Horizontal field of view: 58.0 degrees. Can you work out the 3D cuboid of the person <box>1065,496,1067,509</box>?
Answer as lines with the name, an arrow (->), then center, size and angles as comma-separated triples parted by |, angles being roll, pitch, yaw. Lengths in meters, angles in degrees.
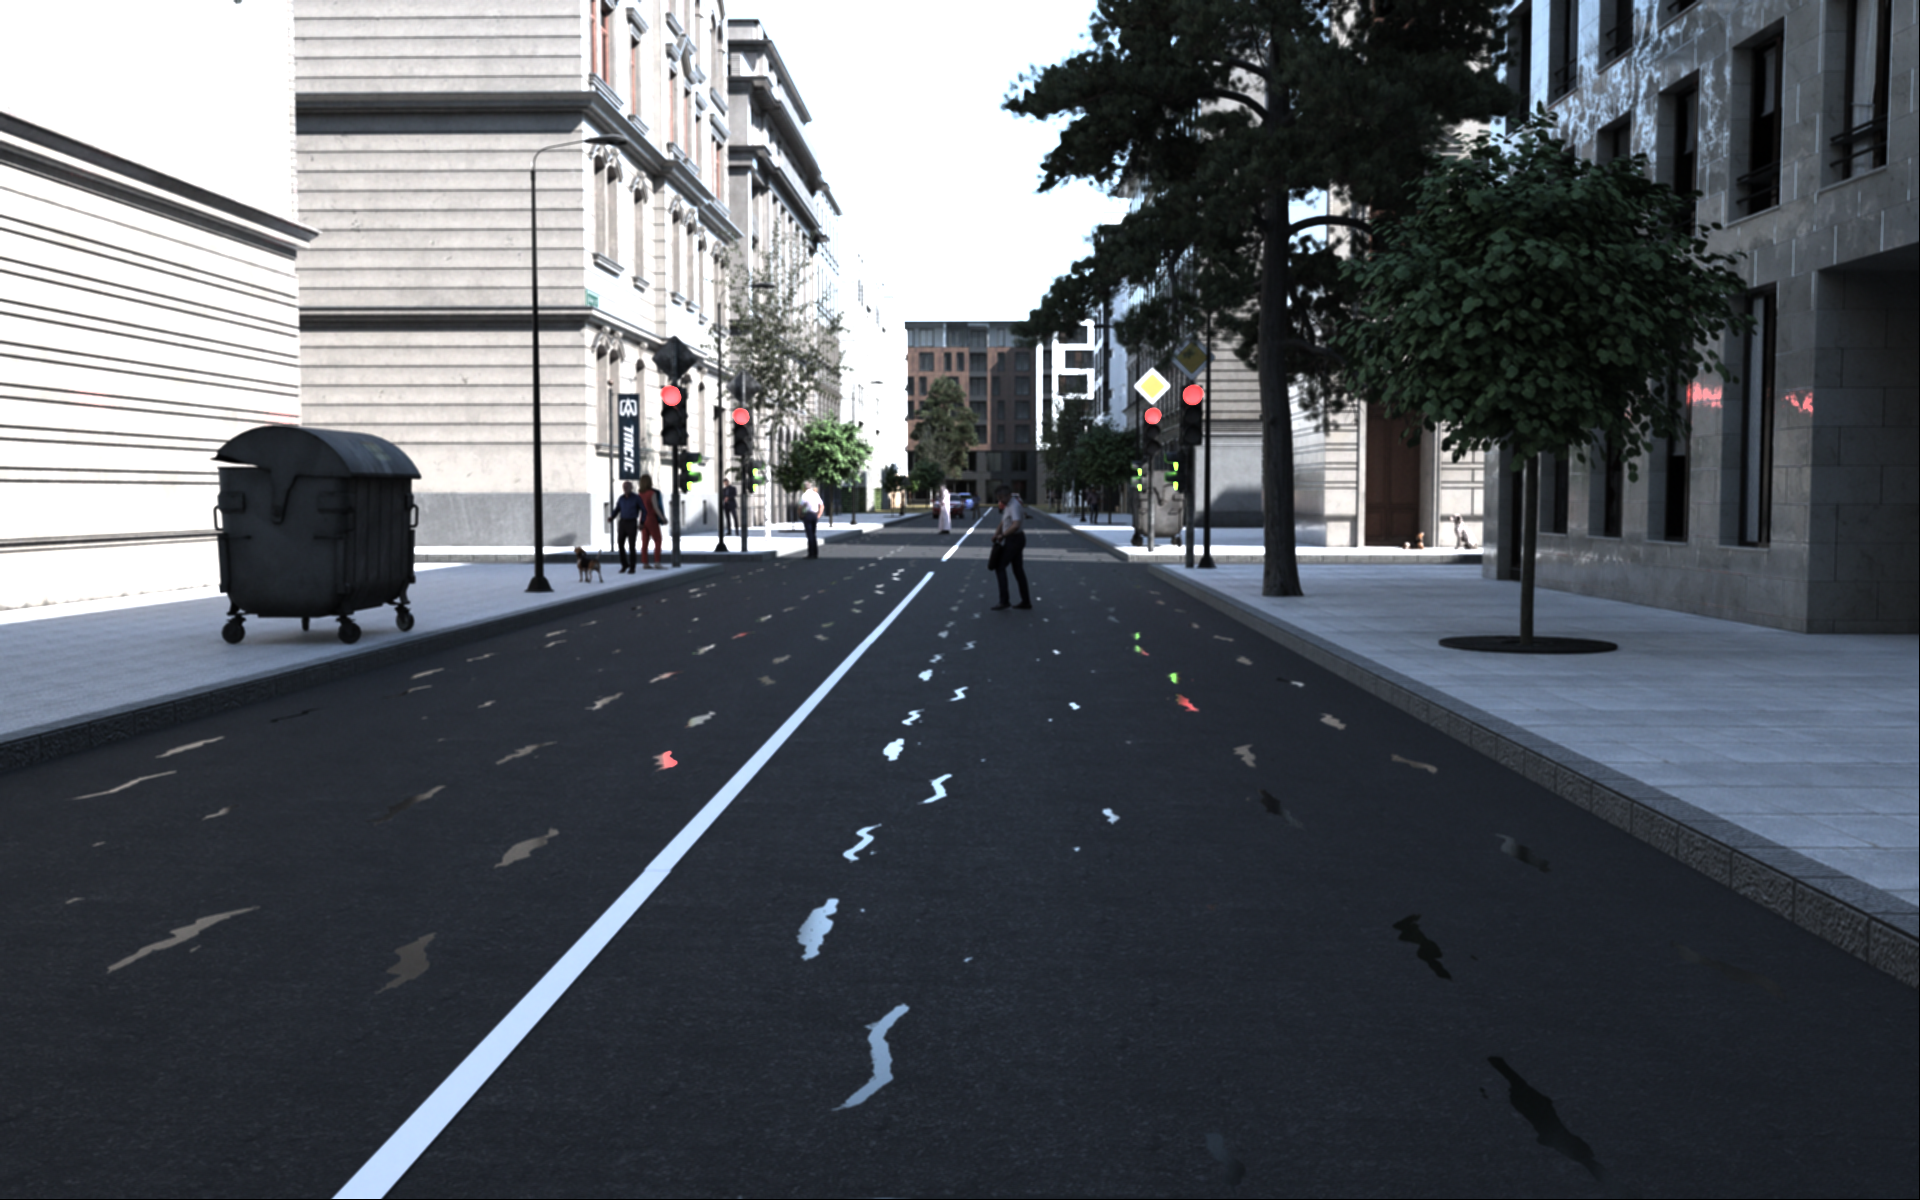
person -> 9.298, -8.785, 152.893 | 0.599, 1.433, 0.991 | 1, 4, 12

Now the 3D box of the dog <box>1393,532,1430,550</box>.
dog -> 10.436, -1.361, 39.992 | 0.748, 0.427, 0.550 | 3, 5, 40

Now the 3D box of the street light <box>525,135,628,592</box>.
street light -> -4.988, -3.059, 22.563 | 1.470, 5.913, 1.316 | 0, 4, 1

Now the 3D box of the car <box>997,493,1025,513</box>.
car -> 3.849, -7.483, 131.382 | 2.155, 1.783, 4.494 | 0, 4, 2

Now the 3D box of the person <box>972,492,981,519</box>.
person -> 0.947, -5.402, 98.881 | 0.516, 1.574, 0.319 | 1, 4, 12

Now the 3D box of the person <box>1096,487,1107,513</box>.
person -> 9.479, -6.886, 118.633 | 1.348, 1.824, 0.705 | 2, 4, 33

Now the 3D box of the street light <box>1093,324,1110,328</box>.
street light -> 4.317, -4.578, 47.396 | 1.470, 5.913, 1.316 | 0, 4, 1

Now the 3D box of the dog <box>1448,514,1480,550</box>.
dog -> 11.687, -1.552, 39.754 | 0.800, 0.831, 0.513 | 3, 5, 45

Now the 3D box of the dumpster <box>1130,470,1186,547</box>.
dumpster -> 4.849, -2.242, 42.412 | 1.264, 1.857, 1.865 | 0, 4, 1

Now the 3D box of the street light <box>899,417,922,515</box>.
street light -> -2.966, -8.047, 104.111 | 1.470, 5.913, 1.316 | 0, 4, 1

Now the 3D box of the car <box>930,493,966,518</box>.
car -> -0.670, -5.761, 103.225 | 2.155, 1.783, 4.494 | 0, 4, 2

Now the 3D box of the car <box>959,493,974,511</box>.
car -> 0.371, -8.701, 151.858 | 1.945, 1.707, 3.694 | 0, 4, 3

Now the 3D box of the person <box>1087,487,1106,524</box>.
person -> 5.762, -4.058, 74.358 | 0.963, 1.587, 0.435 | -2, 4, -30

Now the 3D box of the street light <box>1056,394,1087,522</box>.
street light -> 5.176, -6.586, 80.218 | 1.470, 5.913, 1.316 | 0, 4, 1

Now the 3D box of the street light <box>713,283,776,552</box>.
street light -> -4.750, -4.016, 38.196 | 1.470, 5.913, 1.316 | 0, 4, 1

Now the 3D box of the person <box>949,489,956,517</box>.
person -> -0.503, -5.949, 106.454 | 0.565, 1.739, 0.600 | 1, 4, 10

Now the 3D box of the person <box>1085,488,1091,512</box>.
person -> 9.434, -7.321, 126.656 | 0.530, 1.710, 0.541 | 0, 4, -6

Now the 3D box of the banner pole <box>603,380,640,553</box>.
banner pole -> -7.426, -2.937, 38.044 | 0.863, 3.779, 0.401 | 0, 4, -1

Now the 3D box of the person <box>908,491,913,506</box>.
person -> -5.533, -11.323, 194.154 | 0.721, 1.766, 1.217 | 1, 4, 13

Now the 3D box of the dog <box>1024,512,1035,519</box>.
dog -> 3.941, -4.892, 100.170 | 0.550, 0.427, 0.748 | -3, 5, -42

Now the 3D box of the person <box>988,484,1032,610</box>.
person -> 0.621, -0.660, 21.505 | 0.590, 1.554, 0.614 | -1, 4, -8

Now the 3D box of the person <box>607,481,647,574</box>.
person -> -5.437, -1.176, 27.966 | 0.574, 1.496, 0.600 | 3, 5, 43

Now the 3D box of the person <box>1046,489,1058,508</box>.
person -> 8.297, -9.115, 155.783 | 1.217, 1.736, 0.721 | -1, 4, -10

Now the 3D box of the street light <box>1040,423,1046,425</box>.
street light -> 5.907, -8.593, 113.043 | 1.470, 5.913, 1.316 | 0, 4, 1

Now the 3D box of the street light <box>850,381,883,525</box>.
street light -> -3.846, -6.040, 71.290 | 1.470, 5.913, 1.316 | 0, 4, 1

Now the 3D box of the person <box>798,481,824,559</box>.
person -> -3.380, -1.778, 38.516 | 0.756, 1.711, 0.436 | -3, 5, -41

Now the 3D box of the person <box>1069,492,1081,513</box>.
person -> 7.932, -6.800, 118.053 | 1.217, 1.723, 0.721 | 3, 5, 45

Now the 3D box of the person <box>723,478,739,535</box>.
person -> -7.144, -2.884, 53.644 | 0.683, 1.767, 0.568 | 1, 4, 18

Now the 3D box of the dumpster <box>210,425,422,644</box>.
dumpster -> -5.720, -0.594, 15.475 | 1.264, 1.857, 1.865 | 0, 4, 1

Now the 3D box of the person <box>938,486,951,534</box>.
person -> -0.592, -3.278, 62.767 | 0.621, 1.740, 0.551 | -2, 4, -28

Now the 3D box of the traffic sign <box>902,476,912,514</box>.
traffic sign -> -3.520, -6.725, 109.950 | 0.884, 2.594, 0.081 | 1, 4, 9

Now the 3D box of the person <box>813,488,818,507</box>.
person -> -6.415, -4.126, 75.769 | 0.388, 1.546, 0.482 | -1, 4, -12

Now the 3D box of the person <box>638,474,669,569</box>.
person -> -5.270, -1.337, 29.605 | 0.444, 1.614, 0.593 | -2, 4, -29

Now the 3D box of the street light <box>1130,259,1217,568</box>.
street light -> 3.749, -3.511, 29.953 | 1.470, 5.913, 1.316 | 0, 4, 1

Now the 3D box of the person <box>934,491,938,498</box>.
person -> -2.510, -11.214, 192.635 | 0.721, 1.735, 1.217 | -3, 5, -44
